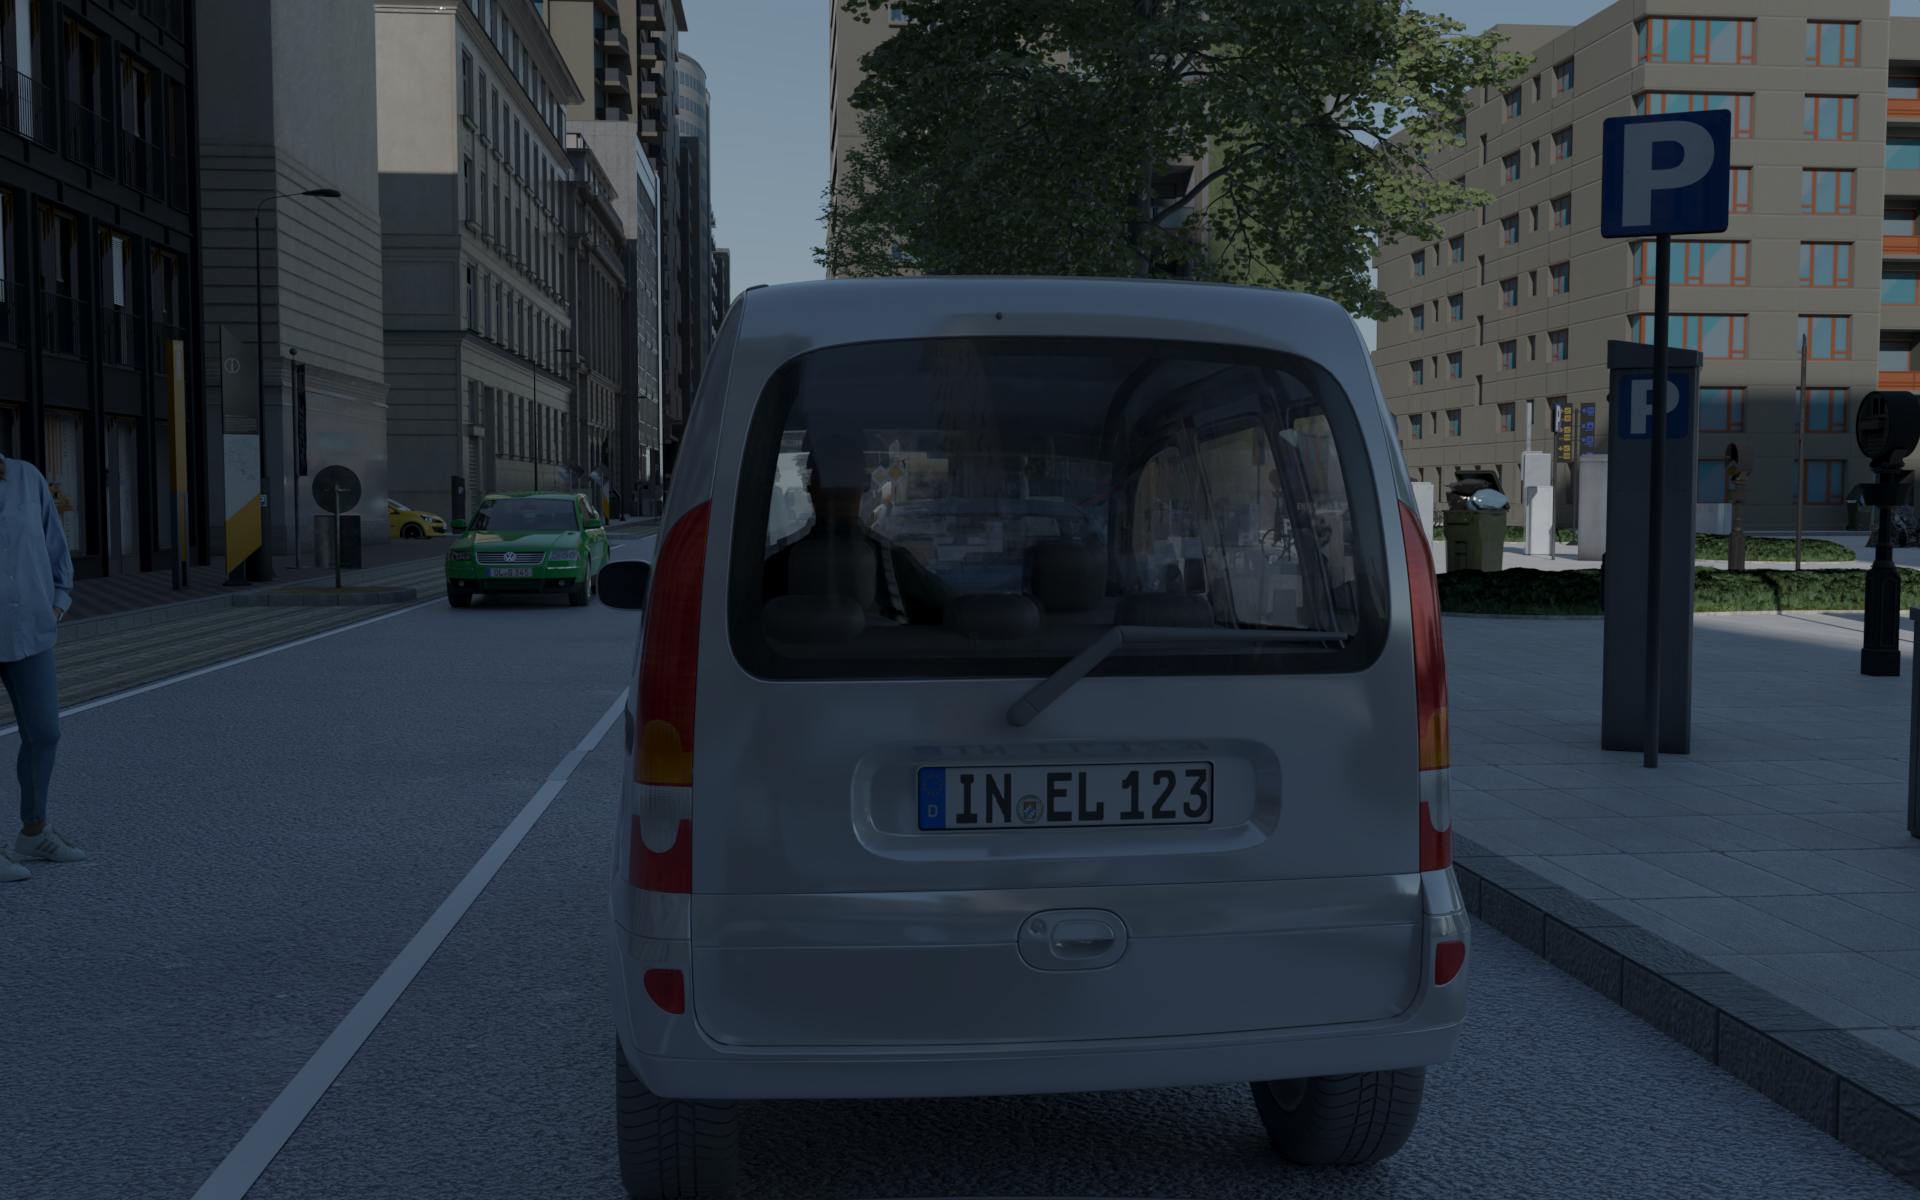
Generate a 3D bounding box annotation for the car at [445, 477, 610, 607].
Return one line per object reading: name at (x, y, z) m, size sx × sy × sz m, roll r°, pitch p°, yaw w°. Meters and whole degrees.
car at (-5.782, -0.897, 23.460) m, size 1.959 × 1.807 × 4.718 m, roll 0°, pitch 4°, yaw -7°

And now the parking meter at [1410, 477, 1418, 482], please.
parking meter at (15.042, -3.181, 57.725) m, size 0.399 × 1.863 × 0.255 m, roll -1°, pitch 4°, yaw -18°

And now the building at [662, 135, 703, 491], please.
building at (-35.949, -31.086, 191.844) m, size 14.154 × 41.232 × 14.086 m, roll 0°, pitch 4°, yaw -6°

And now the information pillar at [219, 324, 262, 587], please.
information pillar at (-10.034, -2.005, 24.136) m, size 0.504 × 3.616 × 0.183 m, roll -3°, pitch 4°, yaw -37°

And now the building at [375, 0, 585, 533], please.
building at (-25.095, -14.504, 70.431) m, size 16.112 × 22.955 × 30.059 m, roll 0°, pitch 4°, yaw -6°

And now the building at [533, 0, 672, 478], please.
building at (-35.646, -29.849, 142.656) m, size 22.147 × 44.769 × 28.867 m, roll 0°, pitch 4°, yaw -6°

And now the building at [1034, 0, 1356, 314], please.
building at (6.119, -23.357, 65.478) m, size 14.086 × 41.232 × 14.154 m, roll 0°, pitch 4°, yaw -6°

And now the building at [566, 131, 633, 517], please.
building at (-26.150, -15.639, 97.495) m, size 13.314 × 21.916 × 24.055 m, roll 0°, pitch 4°, yaw -6°

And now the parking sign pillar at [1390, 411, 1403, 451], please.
parking sign pillar at (9.616, -3.168, 40.263) m, size 1.447 × 3.967 × 1.447 m, roll -1°, pitch 4°, yaw -19°

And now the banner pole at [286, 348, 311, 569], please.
banner pole at (-11.270, -2.419, 29.567) m, size 0.401 × 3.779 × 0.863 m, roll -3°, pitch 4°, yaw -37°

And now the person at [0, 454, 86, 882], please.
person at (-3.608, 0.140, 6.472) m, size 0.793 × 1.790 × 0.793 m, roll 0°, pitch 4°, yaw 3°

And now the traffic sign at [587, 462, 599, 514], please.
traffic sign at (-14.865, -4.349, 71.117) m, size 0.884 × 2.594 × 0.081 m, roll 0°, pitch 4°, yaw -3°

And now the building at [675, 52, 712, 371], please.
building at (-43.826, -41.911, 227.243) m, size 21.231 × 58.520 × 28.212 m, roll 0°, pitch 4°, yaw -6°

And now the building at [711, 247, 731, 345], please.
building at (-44.233, -36.446, 279.481) m, size 14.154 × 41.232 × 14.086 m, roll 0°, pitch 4°, yaw -6°

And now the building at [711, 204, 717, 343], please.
building at (-47.518, -38.959, 256.591) m, size 23.786 × 49.044 × 30.456 m, roll 0°, pitch 4°, yaw -6°

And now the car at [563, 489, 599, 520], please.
car at (-10.041, -2.103, 43.185) m, size 1.959 × 1.807 × 4.718 m, roll 0°, pitch 4°, yaw -5°

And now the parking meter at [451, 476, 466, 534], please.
parking meter at (-15.960, -3.023, 55.134) m, size 0.255 × 1.863 × 0.399 m, roll 2°, pitch 4°, yaw 30°

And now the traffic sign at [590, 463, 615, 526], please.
traffic sign at (-11.484, -3.179, 55.618) m, size 0.795 × 2.450 × 0.064 m, roll 0°, pitch 4°, yaw -6°

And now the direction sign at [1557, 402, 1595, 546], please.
direction sign at (15.288, -3.122, 43.043) m, size 0.876 × 3.537 × 0.379 m, roll 2°, pitch 4°, yaw 26°

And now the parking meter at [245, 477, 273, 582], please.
parking meter at (-10.312, -1.041, 25.431) m, size 0.372 × 1.533 × 0.369 m, roll 0°, pitch 3°, yaw 0°

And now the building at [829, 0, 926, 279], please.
building at (1.841, -30.408, 120.867) m, size 21.300 × 48.544 × 21.600 m, roll 0°, pitch 4°, yaw -6°

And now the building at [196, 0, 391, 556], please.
building at (-23.348, -11.627, 39.258) m, size 18.267 × 20.994 × 9.793 m, roll 0°, pitch 4°, yaw -6°

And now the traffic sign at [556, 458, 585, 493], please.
traffic sign at (-10.711, -2.693, 47.671) m, size 0.795 × 2.450 × 0.064 m, roll 0°, pitch 4°, yaw -6°

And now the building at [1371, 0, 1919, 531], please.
building at (36.260, -14.012, 74.139) m, size 28.899 × 21.520 × 27.650 m, roll 0°, pitch 4°, yaw -6°

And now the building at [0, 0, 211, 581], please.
building at (-18.854, -11.765, 22.033) m, size 12.332 × 23.373 × 15.834 m, roll 0°, pitch 4°, yaw -6°

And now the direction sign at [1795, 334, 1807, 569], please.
direction sign at (12.098, -2.013, 24.913) m, size 0.379 × 3.537 × 0.876 m, roll 2°, pitch 4°, yaw 27°

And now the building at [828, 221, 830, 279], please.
building at (-12.407, -34.947, 254.981) m, size 14.154 × 41.232 × 14.086 m, roll 0°, pitch 4°, yaw -6°

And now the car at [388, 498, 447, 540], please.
car at (-17.265, -2.509, 51.241) m, size 3.980 × 1.641 × 2.015 m, roll 0°, pitch 4°, yaw -6°

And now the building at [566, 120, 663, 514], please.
building at (-27.431, -18.437, 119.468) m, size 12.078 × 24.808 × 19.932 m, roll 0°, pitch 4°, yaw -6°

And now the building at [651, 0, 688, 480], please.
building at (-41.669, -35.526, 170.089) m, size 28.713 × 52.752 × 27.495 m, roll 0°, pitch 4°, yaw -6°

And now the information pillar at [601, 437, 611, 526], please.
information pillar at (-14.442, -4.844, 70.560) m, size 0.183 × 3.616 × 0.504 m, roll 1°, pitch 4°, yaw 14°

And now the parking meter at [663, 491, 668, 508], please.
parking meter at (-22.031, -7.413, 129.616) m, size 0.372 × 1.533 × 0.369 m, roll 0°, pitch 3°, yaw 0°
